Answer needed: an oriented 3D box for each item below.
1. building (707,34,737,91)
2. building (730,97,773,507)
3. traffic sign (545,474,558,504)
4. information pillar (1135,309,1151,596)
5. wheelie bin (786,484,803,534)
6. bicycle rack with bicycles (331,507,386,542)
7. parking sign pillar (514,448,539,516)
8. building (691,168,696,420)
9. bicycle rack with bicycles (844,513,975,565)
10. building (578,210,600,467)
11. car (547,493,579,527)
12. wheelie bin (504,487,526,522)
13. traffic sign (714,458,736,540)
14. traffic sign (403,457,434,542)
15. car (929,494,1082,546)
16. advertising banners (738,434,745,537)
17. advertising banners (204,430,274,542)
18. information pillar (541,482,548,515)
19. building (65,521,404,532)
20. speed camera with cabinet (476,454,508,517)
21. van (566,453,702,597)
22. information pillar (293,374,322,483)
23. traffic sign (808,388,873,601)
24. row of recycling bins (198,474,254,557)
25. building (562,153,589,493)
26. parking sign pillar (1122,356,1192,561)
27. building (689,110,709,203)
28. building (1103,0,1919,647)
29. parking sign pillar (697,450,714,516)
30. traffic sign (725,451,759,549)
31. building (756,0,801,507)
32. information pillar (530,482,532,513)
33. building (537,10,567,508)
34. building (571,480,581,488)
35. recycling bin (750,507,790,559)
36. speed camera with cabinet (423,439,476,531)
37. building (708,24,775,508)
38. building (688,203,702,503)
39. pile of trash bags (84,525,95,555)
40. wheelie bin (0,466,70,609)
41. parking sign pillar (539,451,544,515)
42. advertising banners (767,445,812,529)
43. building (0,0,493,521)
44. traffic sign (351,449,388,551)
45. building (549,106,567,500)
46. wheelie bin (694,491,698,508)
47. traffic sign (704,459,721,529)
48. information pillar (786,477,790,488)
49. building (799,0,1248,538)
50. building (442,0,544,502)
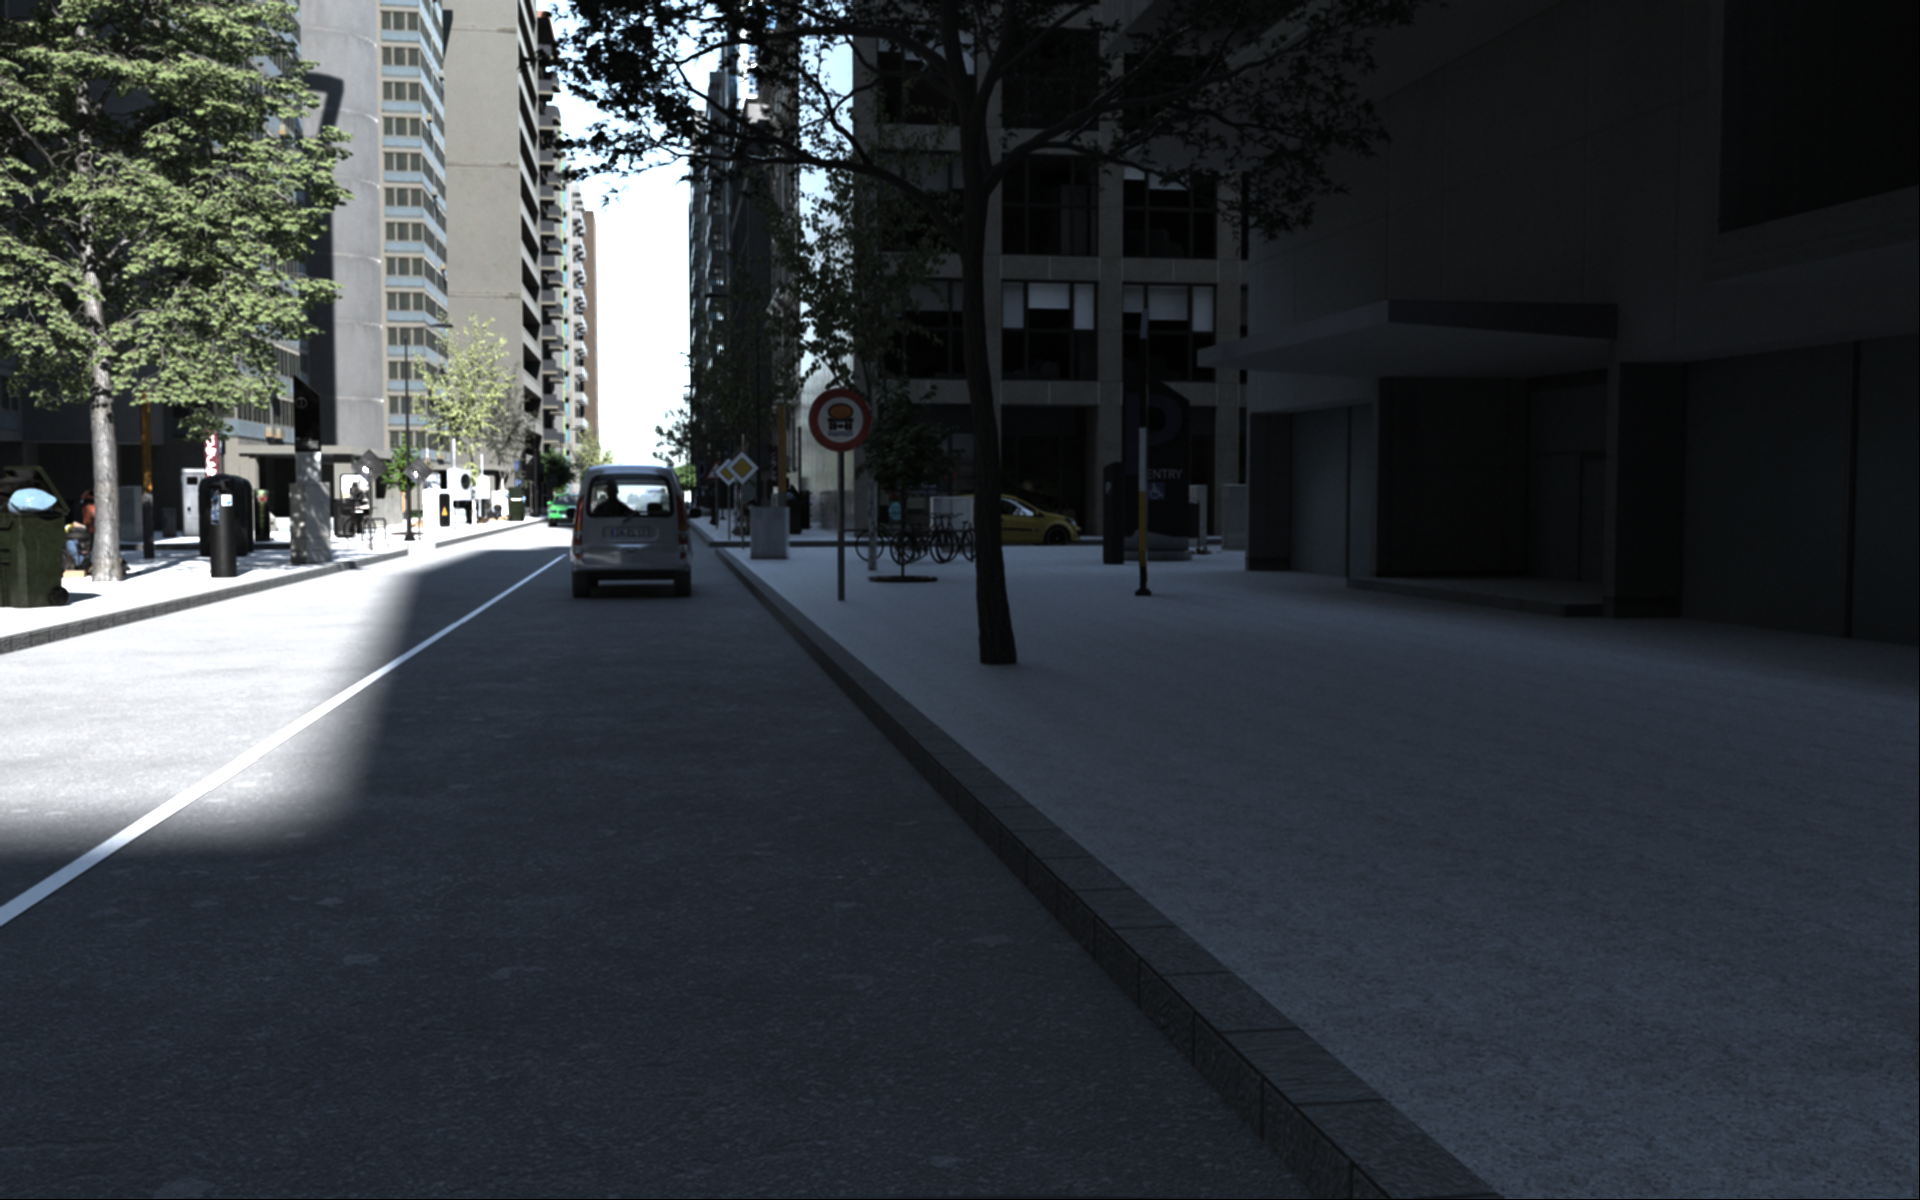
[{"bbox_3d":[-15.202,-34.389,181.862,23.786,49.044,30.456,-1,4,-10],"label":"building"},{"bbox_3d":[-7.171,-19.481,112.027,14.314,27.812,24.014,-1,4,-10],"label":"building"},{"bbox_3d":[-26.148,-6.775,110.870,0.768,2.556,0.104,0,4,-1],"label":"traffic sign"},{"bbox_3d":[2.314,-1.863,21.821,0.183,3.616,0.504,1,4,9],"label":"information pillar"},{"bbox_3d":[-5.403,-2.913,55.543,0.693,1.594,0.980,-1,4,-11],"label":"wheelie bin"},{"bbox_3d":[-17.062,-2.072,47.267,2.852,0.926,2.925,0,4,3],"label":"bicycle rack with bicycles"},{"bbox_3d":[-25.318,-6.808,99.786,1.447,3.967,1.447,0,4,-3],"label":"parking sign pillar"},{"bbox_3d":[-23.371,-36.999,224.548,23.786,49.044,30.456,-1,4,-10],"label":"building"},{"bbox_3d":[-0.805,-1.185,32.763,2.925,0.926,2.852,-3,5,-39],"label":"bicycle rack with bicycles"},{"bbox_3d":[-62.382,-37.556,264.146,14.600,45.320,14.200,-1,4,-10],"label":"building"},{"bbox_3d":[-17.255,-4.151,76.661,1.959,1.807,4.718,-1,4,-10],"label":"car"},{"bbox_3d":[-21.151,-4.573,82.675,0.980,1.594,0.693,3,4,39],"label":"wheelie bin"},{"bbox_3d":[-6.420,-2.719,48.105,0.795,2.450,0.064,-1,4,-10],"label":"traffic sign"},{"bbox_3d":[-14.596,-2.634,46.712,0.795,2.450,0.064,-1,4,-10],"label":"traffic sign"},{"bbox_3d":[1.204,-2.157,45.491,3.980,1.641,2.015,-1,4,-11],"label":"car"},{"bbox_3d":[-6.440,-3.358,51.099,0.090,3.025,2.074,-1,4,-11],"label":"advertising banners"},{"bbox_3d":[-19.273,-3.057,46.168,0.090,3.025,2.074,2,4,34],"label":"advertising banners"},{"bbox_3d":[-25.148,-6.137,104.836,0.304,2.012,0.304,-2,4,-27],"label":"information pillar"},{"bbox_3d":[-38.390,-22.697,62.976,32.217,40.220,23.993,-1,4,-10],"label":"building"},{"bbox_3d":[-23.271,-5.631,86.410,2.038,3.252,0.660,-3,5,-41],"label":"speed camera with cabinet"},{"bbox_3d":[-4.813,-1.133,25.537,2.013,2.044,4.112,-1,4,-9],"label":"van"},{"bbox_3d":[-12.776,-2.603,33.918,0.504,3.616,0.183,-1,4,-11],"label":"information pillar"},{"bbox_3d":[-1.432,-1.268,20.830,0.768,2.556,0.104,0,4,-2],"label":"traffic sign"},{"bbox_3d":[-15.686,-1.827,36.991,1.069,1.692,3.534,-1,4,-19],"label":"row of recycling bins"},{"bbox_3d":[-63.457,-37.982,240.620,23.786,49.044,30.456,-1,4,-10],"label":"building"},{"bbox_3d":[3.797,-2.761,33.609,1.447,3.967,1.447,0,4,6],"label":"parking sign pillar"},{"bbox_3d":[-30.907,-44.339,266.940,21.231,58.520,28.212,-1,4,-10],"label":"building"},{"bbox_3d":[17.796,-26.185,17.365,28.713,52.752,27.495,-1,4,-10],"label":"building"},{"bbox_3d":[-14.826,-6.891,101.145,1.447,3.967,1.447,-3,4,-38],"label":"parking sign pillar"},{"bbox_3d":[-5.054,-2.238,40.237,0.795,2.450,0.064,-1,4,-10],"label":"traffic sign"},{"bbox_3d":[-2.776,-18.405,88.307,14.401,28.519,23.554,-1,4,-10],"label":"building"},{"bbox_3d":[-25.288,-5.998,102.566,0.304,2.012,0.304,-2,4,-25],"label":"information pillar"},{"bbox_3d":[-46.936,-30.544,154.014,22.147,44.769,28.867,-1,4,-10],"label":"building"},{"bbox_3d":[-62.513,-31.886,213.209,32.217,40.220,23.993,-1,4,-10],"label":"building"},{"bbox_3d":[-3.783,-1.343,34.508,0.722,1.027,0.722,0,4,0],"label":"recycling bin"},{"bbox_3d":[-18.114,-4.089,61.195,0.660,3.252,2.038,1,4,20],"label":"speed camera with cabinet"},{"bbox_3d":[-10.506,-51.218,150.086,22.319,86.520,31.000,-1,4,-10],"label":"building"},{"bbox_3d":[-31.354,-34.396,245.966,14.154,41.232,14.086,-1,4,-10],"label":"building"},{"bbox_3d":[-19.254,-1.575,35.507,3.447,1.369,1.912,-3,5,-40],"label":"pile of trash bags"},{"bbox_3d":[-10.568,-0.716,19.617,0.980,1.594,0.693,2,4,26],"label":"wheelie bin"},{"bbox_3d":[-26.486,-7.309,107.966,1.447,3.967,1.447,3,4,39],"label":"parking sign pillar"},{"bbox_3d":[-6.207,-4.093,63.103,0.090,3.025,2.074,3,5,44],"label":"advertising banners"},{"bbox_3d":[-44.217,-25.183,103.617,32.217,40.220,23.993,-1,4,-10],"label":"building"},{"bbox_3d":[-13.230,-2.153,38.844,0.795,2.450,0.064,-1,4,-10],"label":"traffic sign"},{"bbox_3d":[-47.800,-30.127,176.164,14.154,41.232,14.086,-1,4,-10],"label":"building"},{"bbox_3d":[-15.455,-5.820,103.058,0.693,1.594,0.980,-1,4,-13],"label":"wheelie bin"},{"bbox_3d":[-8.927,-3.883,63.491,0.884,2.594,0.081,-1,4,-9],"label":"traffic sign"},{"bbox_3d":[-7.640,-4.344,75.524,0.304,2.012,0.304,3,4,37],"label":"information pillar"},{"bbox_3d":[11.995,-15.784,62.592,34.151,26.468,19.350,-1,4,-10],"label":"building"},{"bbox_3d":[-42.778,-30.867,128.380,21.300,48.544,21.600,-1,4,-10],"label":"building"}]
